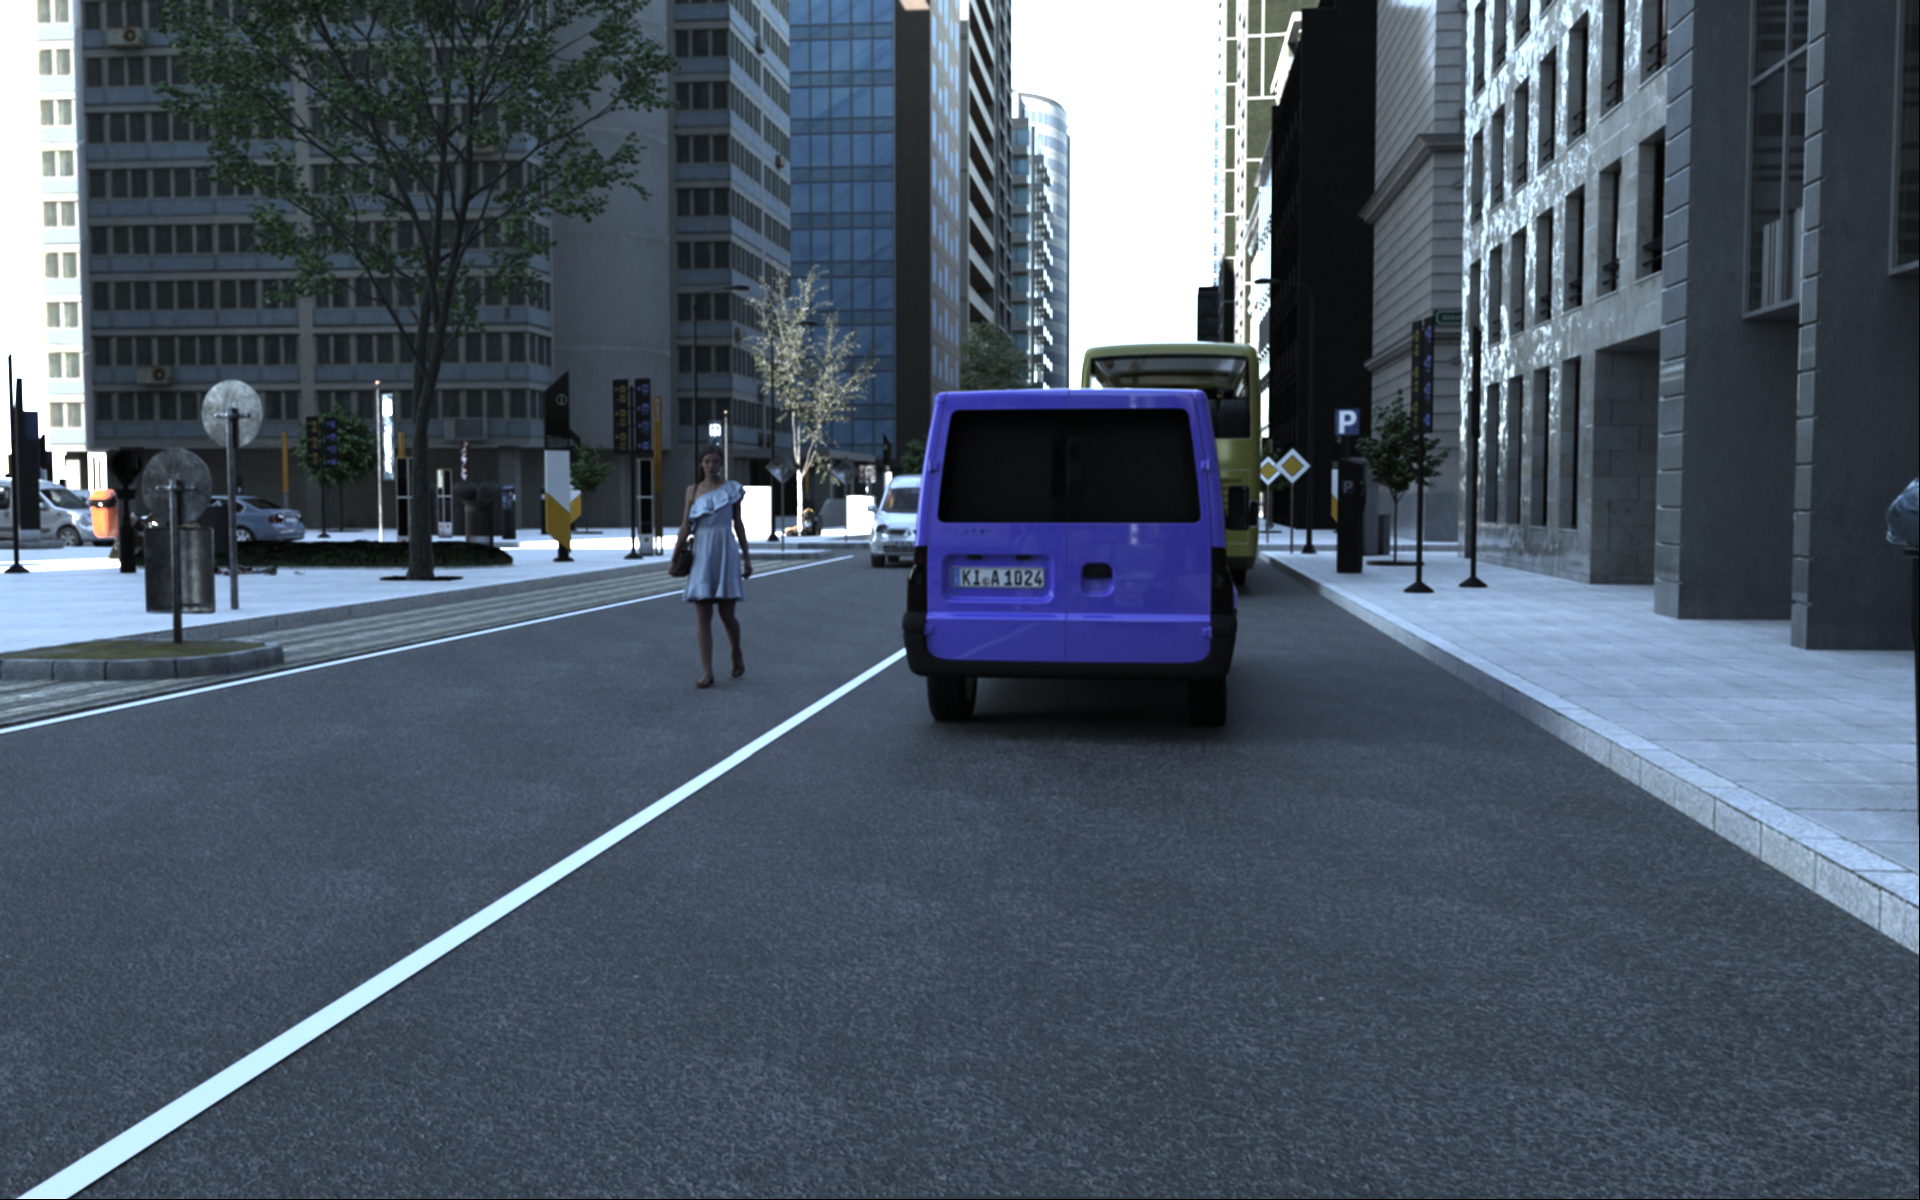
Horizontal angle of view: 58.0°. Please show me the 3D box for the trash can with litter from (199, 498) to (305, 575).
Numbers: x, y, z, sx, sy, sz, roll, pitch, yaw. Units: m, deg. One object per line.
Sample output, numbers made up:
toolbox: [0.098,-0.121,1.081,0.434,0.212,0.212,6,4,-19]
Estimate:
trash can with litter: [-11.638,-1.018,27.706,2.233,1.210,1.678,1,4,12]

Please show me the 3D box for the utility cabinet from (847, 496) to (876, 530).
utility cabinet: [-3.556,-3.135,62.414,1.020,1.237,0.306,1,4,17]

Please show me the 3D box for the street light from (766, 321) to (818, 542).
street light: [-4.509,-4.528,46.566,1.470,5.913,1.316,0,4,6]

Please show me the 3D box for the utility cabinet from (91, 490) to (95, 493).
utility cabinet: [-42.915,-4.788,86.957,1.173,1.500,0.318,-3,5,-42]

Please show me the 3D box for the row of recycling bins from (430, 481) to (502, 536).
row of recycling bins: [-15.578,-2.858,53.840,3.534,1.692,1.069,2,4,33]

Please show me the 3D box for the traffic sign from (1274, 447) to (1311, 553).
traffic sign: [7.167,-2.064,37.393,0.795,2.450,0.064,0,4,6]

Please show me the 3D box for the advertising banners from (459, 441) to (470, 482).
advertising banners: [-16.863,-3.736,57.272,2.074,3.025,0.090,3,4,36]

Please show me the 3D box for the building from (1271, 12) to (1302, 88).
building: [37.331,-27.082,134.674,32.217,40.220,23.993,0,4,6]

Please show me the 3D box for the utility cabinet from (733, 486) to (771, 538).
utility cabinet: [-6.024,-2.551,50.382,1.173,1.500,0.318,0,4,-8]

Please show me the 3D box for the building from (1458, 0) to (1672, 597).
building: [14.400,-10.466,25.865,10.420,20.320,16.860,0,4,6]

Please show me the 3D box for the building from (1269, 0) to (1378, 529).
building: [19.184,-14.656,69.301,12.332,23.373,15.834,0,4,6]

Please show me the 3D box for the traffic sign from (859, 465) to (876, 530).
traffic sign: [-3.293,-3.630,61.482,0.606,2.300,0.079,1,4,11]

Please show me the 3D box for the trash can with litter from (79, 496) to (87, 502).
trash can with litter: [-26.972,-2.583,53.297,2.233,1.210,1.678,3,4,38]

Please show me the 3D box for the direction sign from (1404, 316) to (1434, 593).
direction sign: [6.000,-1.868,22.545,0.379,3.537,0.876,0,4,-2]

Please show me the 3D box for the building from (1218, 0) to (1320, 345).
building: [41.370,-47.828,220.245,20.563,71.187,20.611,0,4,6]

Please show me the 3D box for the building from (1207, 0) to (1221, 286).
building: [46.276,-57.936,259.921,22.319,86.520,31.000,0,4,6]

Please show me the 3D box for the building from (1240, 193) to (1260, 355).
building: [23.656,-16.576,107.173,11.583,22.565,21.152,0,4,6]

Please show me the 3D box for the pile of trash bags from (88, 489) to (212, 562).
pile of trash bags: [-15.947,-1.497,34.223,1.912,1.369,3.447,1,4,9]

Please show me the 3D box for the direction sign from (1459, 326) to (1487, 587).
direction sign: [7.098,-1.948,23.854,0.379,3.537,0.876,1,4,22]

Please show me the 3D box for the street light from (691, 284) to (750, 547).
street light: [-5.356,-4.039,38.577,1.470,5.913,1.316,0,4,6]

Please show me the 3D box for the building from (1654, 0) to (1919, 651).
building: [11.165,-13.760,2.477,11.434,29.767,29.804,0,4,6]

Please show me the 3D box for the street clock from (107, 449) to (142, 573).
street clock: [-13.587,-1.447,28.228,0.471,2.002,0.358,-3,5,-42]

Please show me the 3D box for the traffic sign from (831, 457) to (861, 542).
traffic sign: [-3.068,-2.627,46.588,0.795,2.450,0.064,0,4,6]

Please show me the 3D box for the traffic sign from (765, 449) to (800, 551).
traffic sign: [-3.955,-2.141,38.652,0.795,2.450,0.064,0,4,6]

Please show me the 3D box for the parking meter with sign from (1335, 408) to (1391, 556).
parking meter with sign: [8.429,-2.435,36.067,0.543,3.016,1.738,3,4,38]

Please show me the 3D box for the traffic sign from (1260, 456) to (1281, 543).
traffic sign: [8.055,-2.550,45.329,0.795,2.450,0.064,0,4,6]

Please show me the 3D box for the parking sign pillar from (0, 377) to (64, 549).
parking sign pillar: [-21.950,-3.196,40.734,1.447,3.967,1.447,-2,4,-32]

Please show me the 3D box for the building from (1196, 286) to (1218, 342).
building: [39.673,-28.625,239.716,14.160,30.474,14.107,0,4,6]

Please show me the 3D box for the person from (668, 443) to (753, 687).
person: [-1.883,-0.276,13.104,0.616,1.811,0.778,1,4,10]

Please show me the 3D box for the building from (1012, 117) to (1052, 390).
building: [0.248,-36.902,222.950,23.786,49.044,30.456,0,4,6]

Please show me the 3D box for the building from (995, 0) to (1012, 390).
building: [-3.129,-44.984,173.732,20.563,71.187,20.611,0,4,6]

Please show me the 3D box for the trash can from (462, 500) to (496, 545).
trash can: [-10.815,-1.670,38.962,0.748,1.137,0.748,0,3,0]

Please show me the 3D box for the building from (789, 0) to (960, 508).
building: [-7.639,-27.459,99.073,14.600,45.320,14.200,0,4,6]

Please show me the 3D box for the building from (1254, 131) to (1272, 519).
building: [20.274,-14.586,87.636,9.793,20.994,18.267,0,4,6]

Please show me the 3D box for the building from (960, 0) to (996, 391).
building: [-8.843,-31.149,132.980,21.300,48.544,21.600,0,4,6]

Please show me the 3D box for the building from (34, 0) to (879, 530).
building: [-20.406,-23.286,72.611,32.217,40.220,23.993,0,4,6]

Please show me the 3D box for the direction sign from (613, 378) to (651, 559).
direction sign: [-6.463,-2.580,34.178,0.876,3.537,0.379,2,4,25]

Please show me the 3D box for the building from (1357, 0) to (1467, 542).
building: [24.251,-16.108,50.755,23.554,28.519,14.401,0,4,6]

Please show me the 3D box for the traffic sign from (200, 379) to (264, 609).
traffic sign: [-8.088,-1.170,19.235,0.768,2.556,0.104,1,4,10]

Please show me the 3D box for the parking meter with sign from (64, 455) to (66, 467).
parking meter with sign: [-38.696,-4.884,76.116,1.738,3.016,0.543,3,5,40]

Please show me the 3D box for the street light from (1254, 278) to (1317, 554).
street light: [7.013,-3.965,37.361,1.470,5.913,1.316,0,4,6]

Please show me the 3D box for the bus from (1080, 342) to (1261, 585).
bus: [3.698,-2.359,30.122,2.896,3.916,12.252,0,4,7]

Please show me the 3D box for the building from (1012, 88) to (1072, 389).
building: [4.969,-43.468,252.697,21.231,58.520,28.212,0,4,6]
